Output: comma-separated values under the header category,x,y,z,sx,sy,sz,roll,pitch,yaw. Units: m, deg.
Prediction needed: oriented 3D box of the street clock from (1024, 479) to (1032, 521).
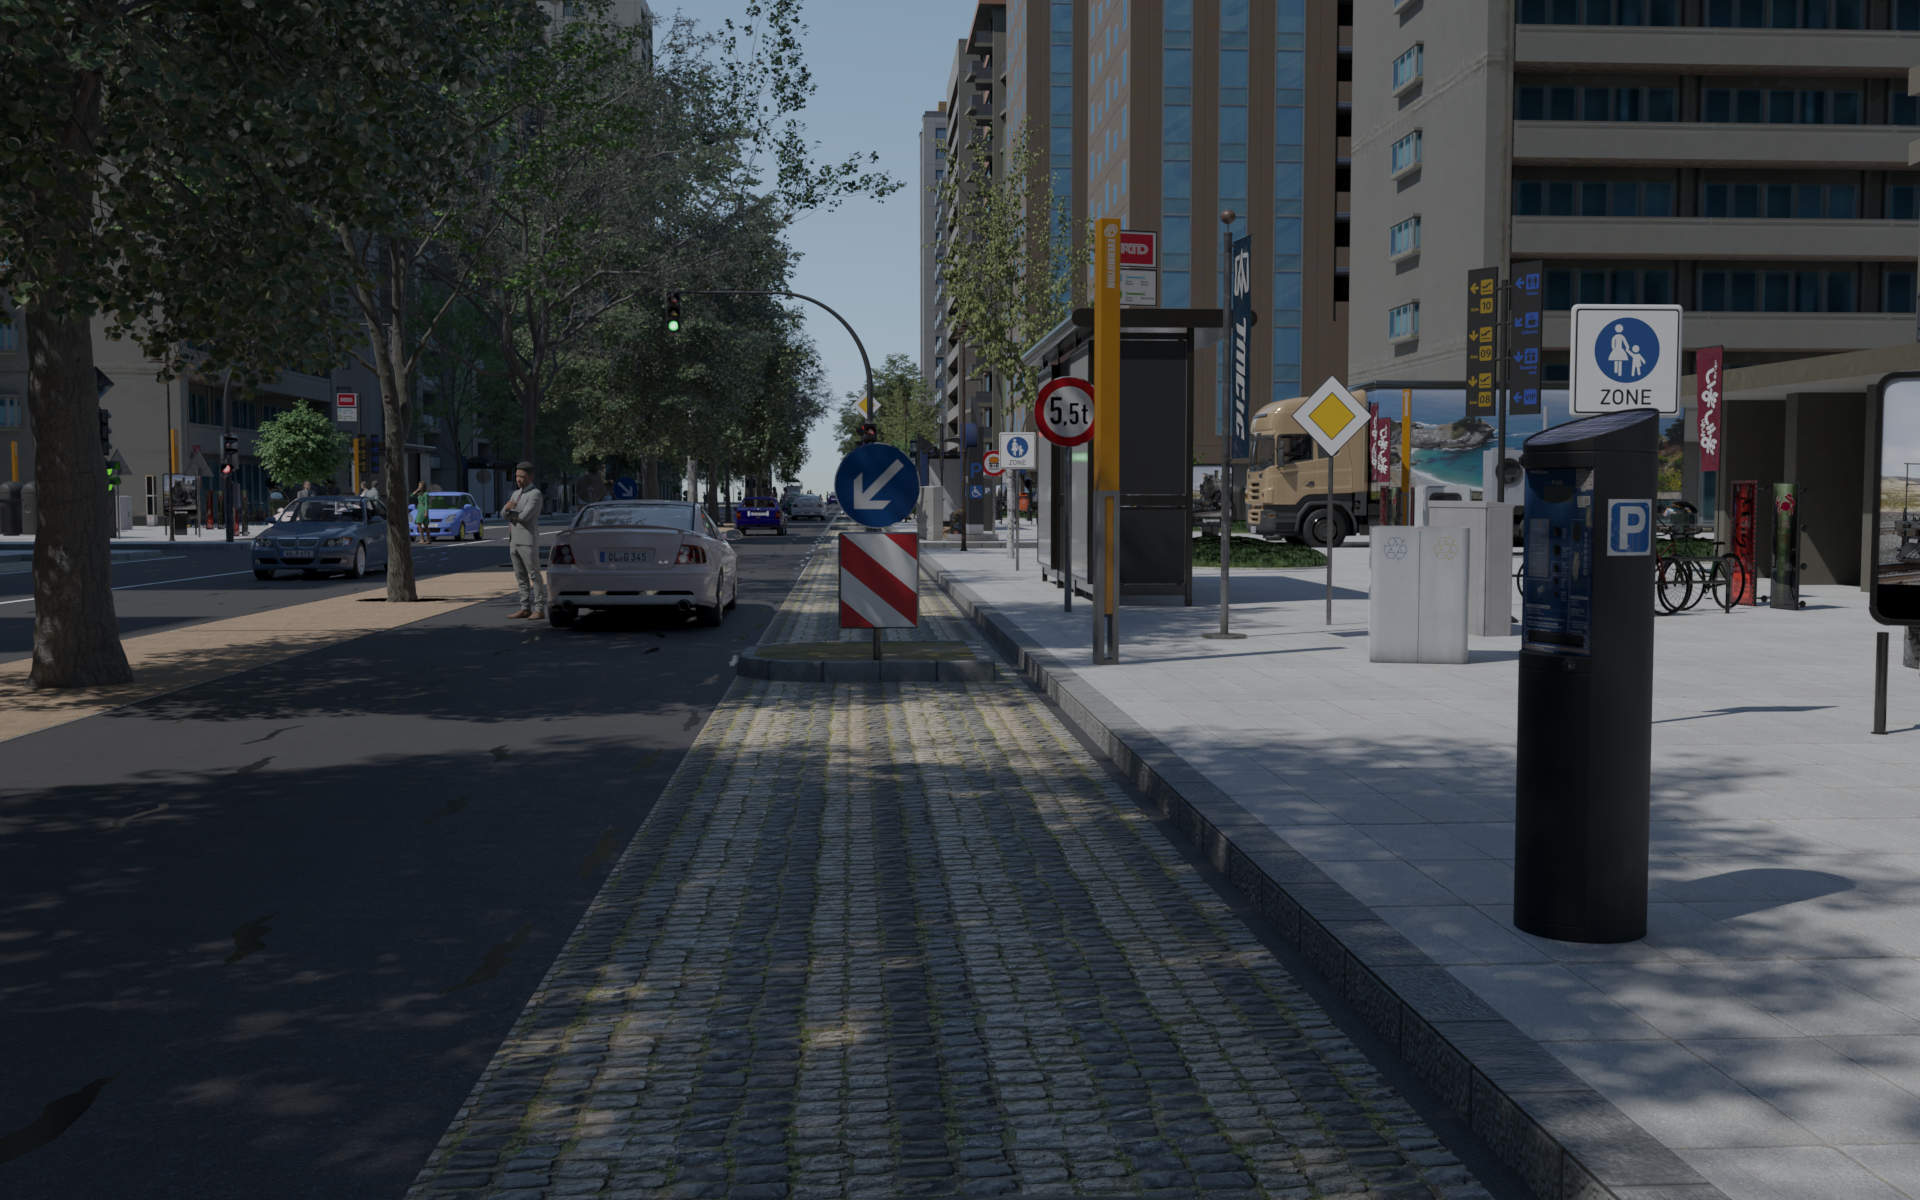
category,x,y,z,sx,sy,sz,roll,pitch,yaw
street clock,3.291,-4.738,82.030,0.358,2.002,0.471,-3,5,-40

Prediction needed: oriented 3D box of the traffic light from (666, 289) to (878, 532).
category,x,y,z,sx,sy,sz,roll,pitch,yaw
traffic light,-4.134,-3.924,38.822,4.771,5.953,1.251,0,4,-4

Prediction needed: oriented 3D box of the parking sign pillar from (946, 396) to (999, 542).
category,x,y,z,sx,sy,sz,roll,pitch,yaw
parking sign pillar,0.337,-3.594,47.239,1.447,3.967,1.447,-1,4,-9

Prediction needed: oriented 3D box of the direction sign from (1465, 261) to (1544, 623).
category,x,y,z,sx,sy,sz,roll,pitch,yaw
direction sign,5.393,-1.544,17.239,0.379,3.537,0.876,-2,4,-35

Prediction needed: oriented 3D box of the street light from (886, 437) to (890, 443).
category,x,y,z,sx,sy,sz,roll,pitch,yaw
street light,-5.067,-9.117,121.844,0.468,5.910,1.993,0,4,-4

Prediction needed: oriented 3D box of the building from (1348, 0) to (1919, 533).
category,x,y,z,sx,sy,sz,roll,pitch,yaw
building,26.521,-27.025,65.557,21.600,48.544,21.300,0,4,-4

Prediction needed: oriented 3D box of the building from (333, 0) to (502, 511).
category,x,y,z,sx,sy,sz,roll,pitch,yaw
building,-41.328,-27.124,127.073,14.154,41.232,14.086,0,4,-4

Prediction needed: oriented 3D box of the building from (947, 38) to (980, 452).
category,x,y,z,sx,sy,sz,roll,pitch,yaw
building,9.842,-33.956,178.882,21.300,48.544,21.600,0,4,-4

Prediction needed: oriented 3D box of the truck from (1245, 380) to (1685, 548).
category,x,y,z,sx,sy,sz,roll,pitch,yaw
truck,12.361,-3.368,43.973,11.283,4.237,2.839,0,4,-3

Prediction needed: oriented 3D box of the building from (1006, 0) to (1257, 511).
category,x,y,z,sx,sy,sz,roll,pitch,yaw
building,10.556,-28.416,114.715,14.600,45.320,14.200,0,4,-4

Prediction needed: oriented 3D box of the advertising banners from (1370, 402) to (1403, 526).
category,x,y,z,sx,sy,sz,roll,pitch,yaw
advertising banners,7.956,-2.217,32.433,0.090,3.025,2.074,0,4,-2

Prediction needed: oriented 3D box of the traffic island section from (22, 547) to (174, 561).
category,x,y,z,sx,sy,sz,roll,pitch,yaw
traffic island section,-18.971,-0.972,38.167,2.009,0.180,2.903,0,4,-4

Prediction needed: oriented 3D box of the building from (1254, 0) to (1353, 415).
category,x,y,z,sx,sy,sz,roll,pitch,yaw
building,14.181,-26.659,85.993,14.600,45.320,14.200,0,4,-4

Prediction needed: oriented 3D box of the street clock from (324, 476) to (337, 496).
category,x,y,z,sx,sy,sz,roll,pitch,yaw
street clock,-25.423,-4.001,69.978,0.471,2.002,0.358,-1,4,-9

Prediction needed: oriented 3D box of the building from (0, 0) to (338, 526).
category,x,y,z,sx,sy,sz,roll,pitch,yaw
building,-42.300,-27.758,77.544,21.300,48.544,21.600,0,4,-4

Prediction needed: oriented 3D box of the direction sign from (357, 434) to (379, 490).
category,x,y,z,sx,sy,sz,roll,pitch,yaw
direction sign,-22.427,-4.508,65.699,0.379,3.537,0.876,3,5,40

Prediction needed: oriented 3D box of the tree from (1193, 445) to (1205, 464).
category,x,y,z,sx,sy,sz,roll,pitch,yaw
tree,9.162,-4.500,68.183,1.663,3.219,1.824,0,3,0

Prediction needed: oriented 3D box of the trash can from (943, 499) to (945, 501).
category,x,y,z,sx,sy,sz,roll,pitch,yaw
trash can,-0.827,-2.612,54.366,0.748,1.137,0.748,0,3,0

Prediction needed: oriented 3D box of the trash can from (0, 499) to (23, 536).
category,x,y,z,sx,sy,sz,roll,pitch,yaw
trash can,-29.128,-2.538,53.156,0.748,1.137,0.748,0,3,0

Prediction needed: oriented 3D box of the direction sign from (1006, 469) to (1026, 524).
category,x,y,z,sx,sy,sz,roll,pitch,yaw
direction sign,2.362,-4.967,73.212,0.876,3.537,0.379,-1,4,-13

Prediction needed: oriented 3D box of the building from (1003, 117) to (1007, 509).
category,x,y,z,sx,sy,sz,roll,pitch,yaw
building,10.092,-22.081,132.726,14.160,30.474,14.107,0,4,-4

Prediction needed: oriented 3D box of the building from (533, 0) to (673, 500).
category,x,y,z,sx,sy,sz,roll,pitch,yaw
building,-52.493,-49.619,249.518,20.563,71.187,20.611,0,4,-4

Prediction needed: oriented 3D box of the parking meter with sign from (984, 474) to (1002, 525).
category,x,y,z,sx,sy,sz,roll,pitch,yaw
parking meter with sign,1.020,-4.655,72.371,1.738,3.016,0.543,-2,4,-29

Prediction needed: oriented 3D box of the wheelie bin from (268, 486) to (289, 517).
category,x,y,z,sx,sy,sz,roll,pitch,yaw
wheelie bin,-26.154,-3.581,66.451,0.693,1.594,0.980,-3,4,-36

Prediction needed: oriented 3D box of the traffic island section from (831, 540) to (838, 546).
category,x,y,z,sx,sy,sz,roll,pitch,yaw
traffic island section,-2.505,-1.523,47.178,2.009,0.180,2.903,0,4,-4

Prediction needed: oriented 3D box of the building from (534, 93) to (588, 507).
category,x,y,z,sx,sy,sz,roll,pitch,yaw
building,-44.967,-29.749,169.984,14.154,41.232,14.086,0,4,-4

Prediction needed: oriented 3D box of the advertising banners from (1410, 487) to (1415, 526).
category,x,y,z,sx,sy,sz,roll,pitch,yaw
advertising banners,10.063,-2.618,38.989,0.090,3.025,2.074,-2,4,-32

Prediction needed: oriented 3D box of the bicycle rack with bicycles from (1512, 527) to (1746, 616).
category,x,y,z,sx,sy,sz,roll,pitch,yaw
bicycle rack with bicycles,7.354,-0.350,19.103,2.925,0.926,2.852,-1,4,-13

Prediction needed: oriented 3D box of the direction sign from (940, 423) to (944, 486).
category,x,y,z,sx,sy,sz,roll,pitch,yaw
direction sign,-0.582,-3.885,55.519,0.379,3.537,0.876,0,4,6

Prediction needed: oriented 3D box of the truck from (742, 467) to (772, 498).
category,x,y,z,sx,sy,sz,roll,pitch,yaw
truck,-20.026,-11.199,172.014,2.839,4.237,11.283,0,4,-5

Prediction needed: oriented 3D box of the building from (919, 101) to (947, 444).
category,x,y,z,sx,sy,sz,roll,pitch,yaw
building,4.333,-44.338,266.927,21.231,58.520,28.212,0,4,-4

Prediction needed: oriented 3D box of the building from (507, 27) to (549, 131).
category,x,y,z,sx,sy,sz,roll,pitch,yaw
building,-47.489,-30.180,148.062,22.147,44.769,28.867,0,4,-4

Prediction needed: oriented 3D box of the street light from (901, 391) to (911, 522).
category,x,y,z,sx,sy,sz,roll,pitch,yaw
street light,-2.441,-6.442,78.115,0.468,5.910,1.993,0,4,-4

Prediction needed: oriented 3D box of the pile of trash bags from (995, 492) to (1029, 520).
category,x,y,z,sx,sy,sz,roll,pitch,yaw
pile of trash bags,1.832,-4.639,85.595,3.447,1.369,1.912,1,4,17

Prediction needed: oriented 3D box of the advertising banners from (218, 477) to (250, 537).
category,x,y,z,sx,sy,sz,roll,pitch,yaw
advertising banners,-21.953,-3.442,52.465,0.090,3.025,2.074,0,4,-3

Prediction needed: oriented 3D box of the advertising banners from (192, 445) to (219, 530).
category,x,y,z,sx,sy,sz,roll,pitch,yaw
advertising banners,-27.037,-4.048,62.377,0.090,3.025,2.074,0,4,7

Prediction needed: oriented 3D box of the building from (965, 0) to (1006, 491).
category,x,y,z,sx,sy,sz,roll,pitch,yaw
building,11.852,-30.536,153.887,22.147,44.769,28.867,0,4,-4

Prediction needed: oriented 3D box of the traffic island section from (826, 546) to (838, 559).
category,x,y,z,sx,sy,sz,roll,pitch,yaw
traffic island section,-2.011,-1.035,39.208,2.009,0.180,2.903,0,4,-4

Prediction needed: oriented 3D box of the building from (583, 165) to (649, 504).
category,x,y,z,sx,sy,sz,roll,pitch,yaw
building,-51.653,-34.916,225.498,22.147,44.769,28.867,0,4,-4

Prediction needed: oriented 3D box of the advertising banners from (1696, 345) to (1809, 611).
category,x,y,z,sx,sy,sz,roll,pitch,yaw
advertising banners,9.023,-1.447,19.851,0.090,3.025,2.074,-1,4,-10

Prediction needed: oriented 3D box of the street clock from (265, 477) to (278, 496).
category,x,y,z,sx,sy,sz,roll,pitch,yaw
street clock,-29.582,-4.276,74.489,0.358,2.002,0.471,2,4,35

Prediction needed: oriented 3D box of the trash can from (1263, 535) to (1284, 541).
category,x,y,z,sx,sy,sz,roll,pitch,yaw
trash can,8.639,-2.201,47.639,0.748,1.137,0.748,0,3,0

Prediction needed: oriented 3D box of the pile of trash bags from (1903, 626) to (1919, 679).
category,x,y,z,sx,sy,sz,roll,pitch,yaw
pile of trash bags,7.903,-0.172,12.559,1.912,1.369,3.447,2,4,27

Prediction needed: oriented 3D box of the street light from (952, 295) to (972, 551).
category,x,y,z,sx,sy,sz,roll,pitch,yaw
street light,0.084,-4.041,38.859,0.468,5.910,1.993,0,4,-4

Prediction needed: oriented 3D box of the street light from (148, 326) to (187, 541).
category,x,y,z,sx,sy,sz,roll,pitch,yaw
street light,-21.577,-4.555,47.255,0.468,5.910,1.993,0,4,-4

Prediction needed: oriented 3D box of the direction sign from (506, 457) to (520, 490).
category,x,y,z,sx,sy,sz,roll,pitch,yaw
direction sign,-27.590,-7.035,107.016,0.876,3.537,0.379,0,4,2

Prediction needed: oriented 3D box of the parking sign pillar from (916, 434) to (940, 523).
category,x,y,z,sx,sy,sz,roll,pitch,yaw
parking sign pillar,-1.239,-5.433,77.304,1.447,3.967,1.447,-1,4,-17

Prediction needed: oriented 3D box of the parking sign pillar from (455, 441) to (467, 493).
category,x,y,z,sx,sy,sz,roll,pitch,yaw
parking sign pillar,-25.629,-6.145,88.936,1.447,3.967,1.447,-1,4,-22

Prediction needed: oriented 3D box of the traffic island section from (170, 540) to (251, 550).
category,x,y,z,sx,sy,sz,roll,pitch,yaw
traffic island section,-19.464,-1.459,46.137,2.009,0.180,2.903,0,4,-4

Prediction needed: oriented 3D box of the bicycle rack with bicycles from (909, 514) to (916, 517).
category,x,y,z,sx,sy,sz,roll,pitch,yaw
bicycle rack with bicycles,-2.743,-5.030,95.630,2.852,0.926,2.925,-1,4,-16

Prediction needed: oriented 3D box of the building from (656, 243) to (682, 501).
category,x,y,z,sx,sy,sz,roll,pitch,yaw
building,-50.952,-35.765,268.350,14.154,41.232,14.086,0,4,-4

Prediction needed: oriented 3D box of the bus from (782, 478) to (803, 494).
category,x,y,z,sx,sy,sz,roll,pitch,yaw
bus,-25.753,-16.898,267.831,2.896,3.916,12.252,0,4,-3

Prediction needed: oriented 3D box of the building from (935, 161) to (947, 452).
category,x,y,z,sx,sy,sz,roll,pitch,yaw
building,8.046,-37.824,238.031,23.786,49.044,30.456,0,4,-4

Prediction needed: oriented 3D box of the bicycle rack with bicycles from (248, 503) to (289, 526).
category,x,y,z,sx,sy,sz,roll,pitch,yaw
bicycle rack with bicycles,-27.994,-3.486,70.385,2.852,0.926,2.925,0,4,6

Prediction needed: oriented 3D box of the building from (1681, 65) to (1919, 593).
category,x,y,z,sx,sy,sz,roll,pitch,yaw
building,21.946,-21.940,13.340,22.147,44.769,28.867,0,4,-4

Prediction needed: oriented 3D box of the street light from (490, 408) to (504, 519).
category,x,y,z,sx,sy,sz,roll,pitch,yaw
street light,-24.183,-7.208,90.638,0.468,5.910,1.993,0,4,-4
